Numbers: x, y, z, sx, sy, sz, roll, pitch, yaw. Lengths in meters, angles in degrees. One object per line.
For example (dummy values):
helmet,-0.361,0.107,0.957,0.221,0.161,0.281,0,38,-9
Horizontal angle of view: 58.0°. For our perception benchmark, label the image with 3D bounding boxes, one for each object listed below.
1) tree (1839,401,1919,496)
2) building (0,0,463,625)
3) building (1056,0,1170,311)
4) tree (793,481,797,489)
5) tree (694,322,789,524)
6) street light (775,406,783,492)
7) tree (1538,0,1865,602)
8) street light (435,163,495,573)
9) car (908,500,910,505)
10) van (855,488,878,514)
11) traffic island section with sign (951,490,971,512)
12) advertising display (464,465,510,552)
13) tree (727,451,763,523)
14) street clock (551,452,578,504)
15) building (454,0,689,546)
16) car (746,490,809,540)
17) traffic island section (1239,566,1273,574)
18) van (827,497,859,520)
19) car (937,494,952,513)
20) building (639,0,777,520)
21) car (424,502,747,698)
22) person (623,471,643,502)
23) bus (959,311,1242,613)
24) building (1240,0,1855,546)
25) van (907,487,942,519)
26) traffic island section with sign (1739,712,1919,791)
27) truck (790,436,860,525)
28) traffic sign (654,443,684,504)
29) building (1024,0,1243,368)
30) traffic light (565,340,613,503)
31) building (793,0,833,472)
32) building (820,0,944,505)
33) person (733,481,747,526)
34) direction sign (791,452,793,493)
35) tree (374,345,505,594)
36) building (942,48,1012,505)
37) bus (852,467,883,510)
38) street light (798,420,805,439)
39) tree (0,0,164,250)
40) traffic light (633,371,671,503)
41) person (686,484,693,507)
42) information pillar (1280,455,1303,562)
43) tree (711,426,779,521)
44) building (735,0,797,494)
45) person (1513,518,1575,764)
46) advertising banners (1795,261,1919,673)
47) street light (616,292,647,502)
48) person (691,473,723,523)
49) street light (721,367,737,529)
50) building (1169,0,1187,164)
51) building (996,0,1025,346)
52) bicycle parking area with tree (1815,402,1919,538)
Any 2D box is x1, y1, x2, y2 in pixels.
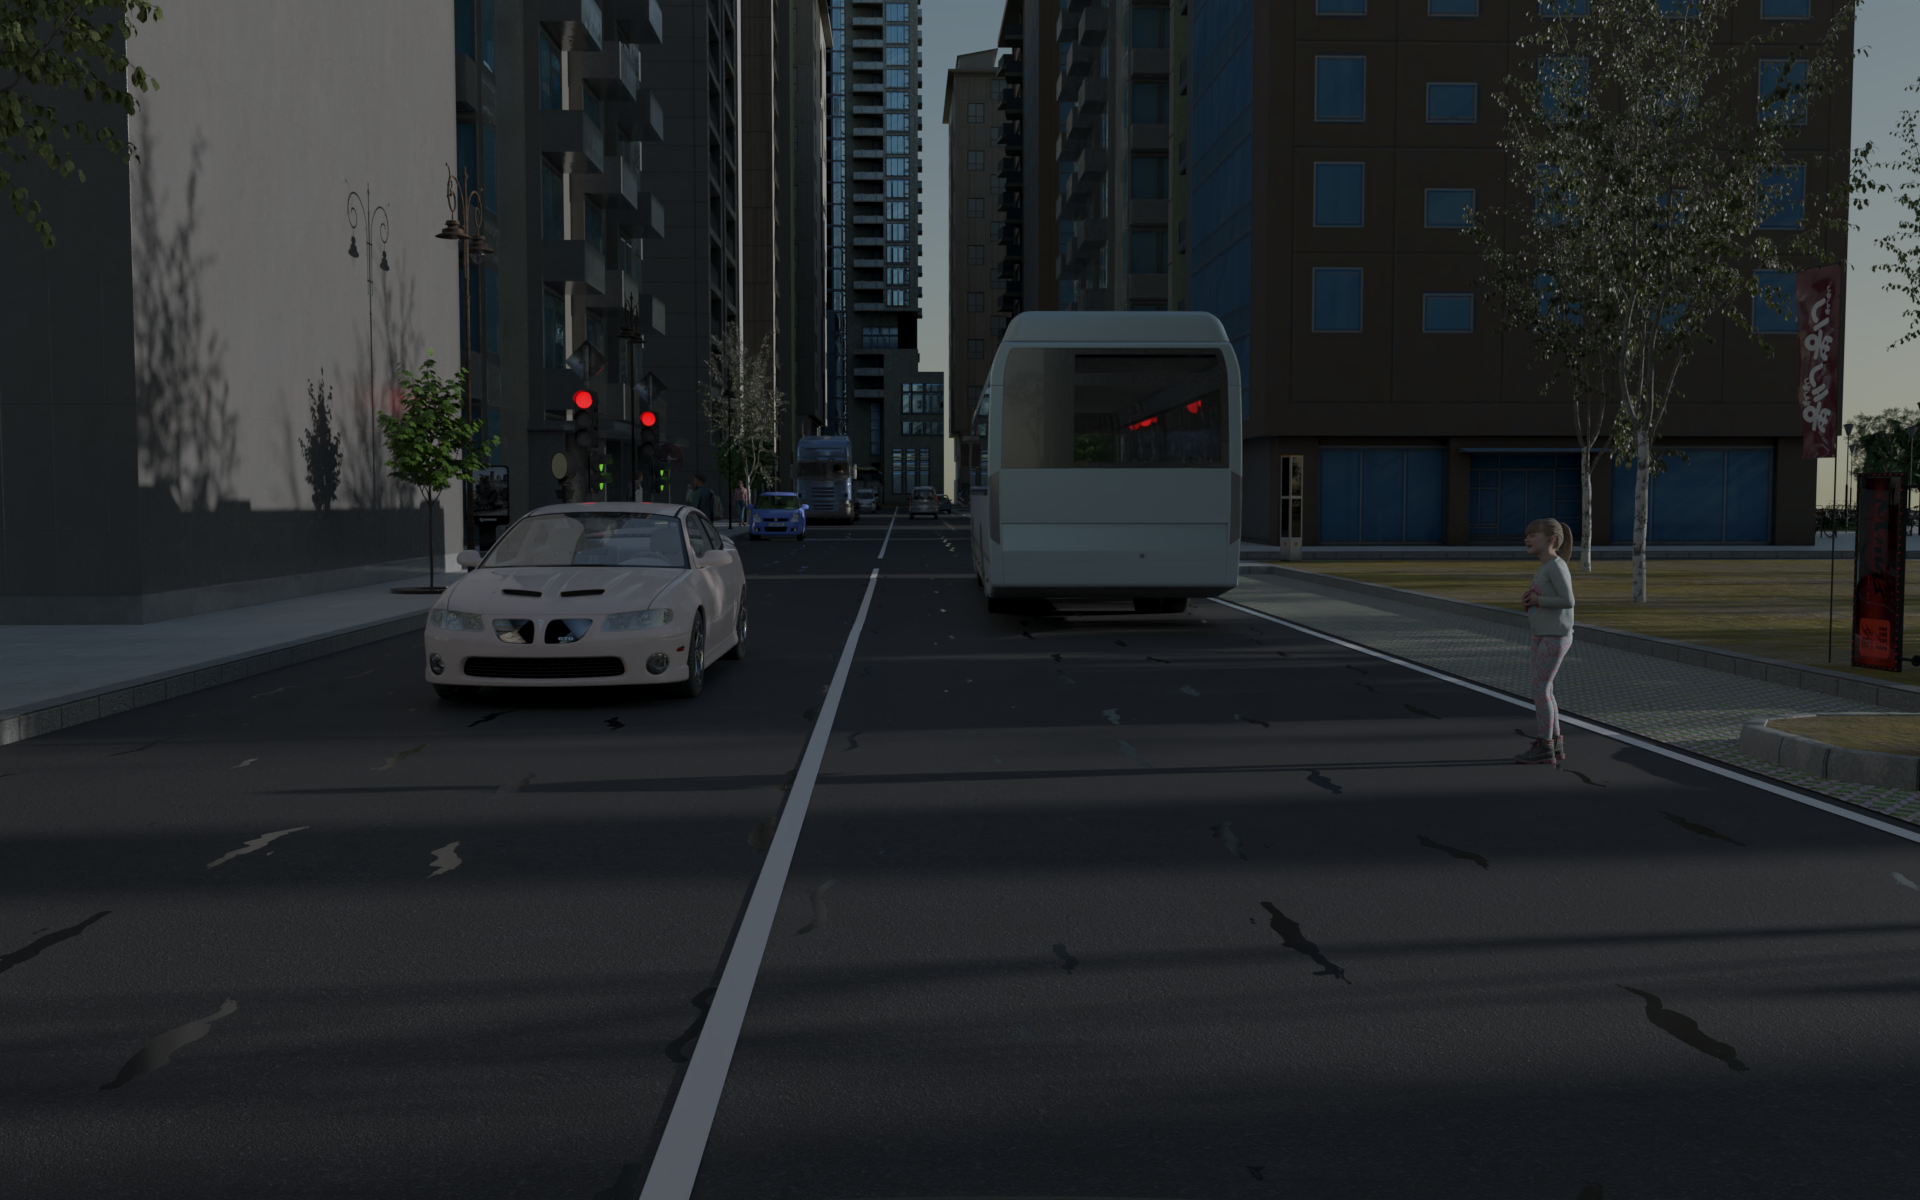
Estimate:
tree,59.654,-8.662,104.534,11.467,7.101,20.602,-1,4,-11
building,-23.162,-12.459,22.775,30.058,24.678,14.314,0,4,-2
building,17.072,-29.075,94.990,23.786,49.044,30.456,0,4,-2
tree,-10.088,-7.190,112.164,1.663,3.219,1.824,0,3,0
tree,-9.043,-7.519,73.292,4.360,8.622,3.978,0,3,0
street light,-9.030,-6.945,86.334,0.468,5.910,1.993,0,4,-2
tree,8.316,-4.283,20.385,4.360,8.622,3.978,0,3,0
street light,-6.993,-3.170,24.621,0.468,5.910,1.993,0,4,-2
car,-3.380,-8.094,144.921,1.945,1.354,3.894,0,4,-2
van,-7.087,-7.445,128.734,2.013,2.044,4.112,0,4,-3
traffic island section with sign,-0.066,-9.791,168.707,1.989,1.847,2.006,0,4,-2
advertising display,-10.562,-2.048,38.694,0.974,1.923,0.123,-1,4,-12
tree,-9.895,-5.073,77.540,1.663,3.219,1.824,0,3,0
street clock,-6.852,-1.558,30.036,0.471,2.002,0.358,3,5,40
building,-21.568,-26.545,53.614,23.786,49.044,30.456,0,4,-2
car,-5.744,-2.759,54.701,1.945,1.707,3.694,0,4,-4
traffic island section,4.516,-0.600,32.088,2.009,0.180,2.903,0,4,-2
van,-6.671,-5.547,97.709,2.013,2.044,4.112,0,4,-2
car,-1.547,-7.159,129.051,2.014,1.417,4.499,0,4,-2
building,-20.848,-40.161,94.886,20.563,71.187,20.611,0,4,-2
car,-2.778,-0.081,13.684,2.083,1.381,4.827,0,4,-1
person,-7.829,-2.177,41.731,0.850,1.850,0.679,0,4,5
bus,1.506,-1.787,24.074,2.948,3.499,13.247,0,4,-1
building,14.229,-24.321,47.757,14.200,45.320,14.600,0,4,-2
van,-2.062,-5.647,99.332,2.013,2.044,4.112,0,4,-1
traffic island section with sign,5.298,-0.029,9.095,1.989,1.847,2.006,0,4,-2
truck,-6.407,-5.891,86.069,2.967,4.110,18.799,0,4,-2
traffic sign,-7.294,-2.647,43.379,0.768,2.556,0.104,0,4,6
building,12.192,-29.328,129.625,14.600,45.320,14.200,0,4,-2
traffic light,-6.779,-2.609,31.581,0.839,4.253,0.868,0,4,-2
building,-27.005,-35.801,174.591,27.495,52.752,28.713,0,4,-2
building,-17.649,-54.781,208.346,31.000,86.520,22.319,0,4,-2
person,-8.842,-3.887,69.609,0.555,1.821,0.388,-1,4,-19
direction sign,-9.004,-6.178,93.014,0.379,3.537,0.876,0,4,1
tree,-6.783,-1.713,22.603,1.663,3.219,1.824,0,3,0
building,11.891,-38.231,214.313,27.495,52.752,28.713,0,4,-2
bus,-8.555,-10.293,159.839,2.896,3.916,12.252,0,4,-1
street light,-9.886,-8.322,108.844,0.468,5.910,1.993,0,4,-2
tree,-6.922,-3.695,10.779,4.737,8.622,4.395,0,3,0
traffic light,-7.047,-3.097,39.561,0.839,4.253,0.868,0,4,-2
person,-13.305,-4.844,85.734,0.515,1.767,0.782,1,4,9
information pillar,6.302,-1.740,32.933,0.304,2.012,0.304,-2,4,-28
tree,-10.091,-5.995,81.730,4.285,4.588,4.351,0,3,0
building,-18.976,-26.751,120.967,14.154,41.232,14.086,0,4,-2
person,3.125,0.214,9.274,0.394,1.301,0.425,-1,4,-17
advertising banners,6.711,-1.001,12.560,0.090,3.025,2.074,-1,4,-11
street light,-7.517,-4.098,39.790,0.468,5.910,1.993,0,4,-2
person,-4.765,-1.421,31.714,0.794,1.824,0.713,-3,4,-37
street light,-8.384,-5.520,63.048,0.468,5.910,1.993,0,4,-2
building,14.749,-23.323,64.920,14.154,41.232,14.086,0,4,-2
building,14.523,-30.373,151.225,22.147,44.769,28.867,0,4,-2
bicycle parking area with tree,27.280,-4.096,53.972,8.231,4.147,9.016,1,4,16
